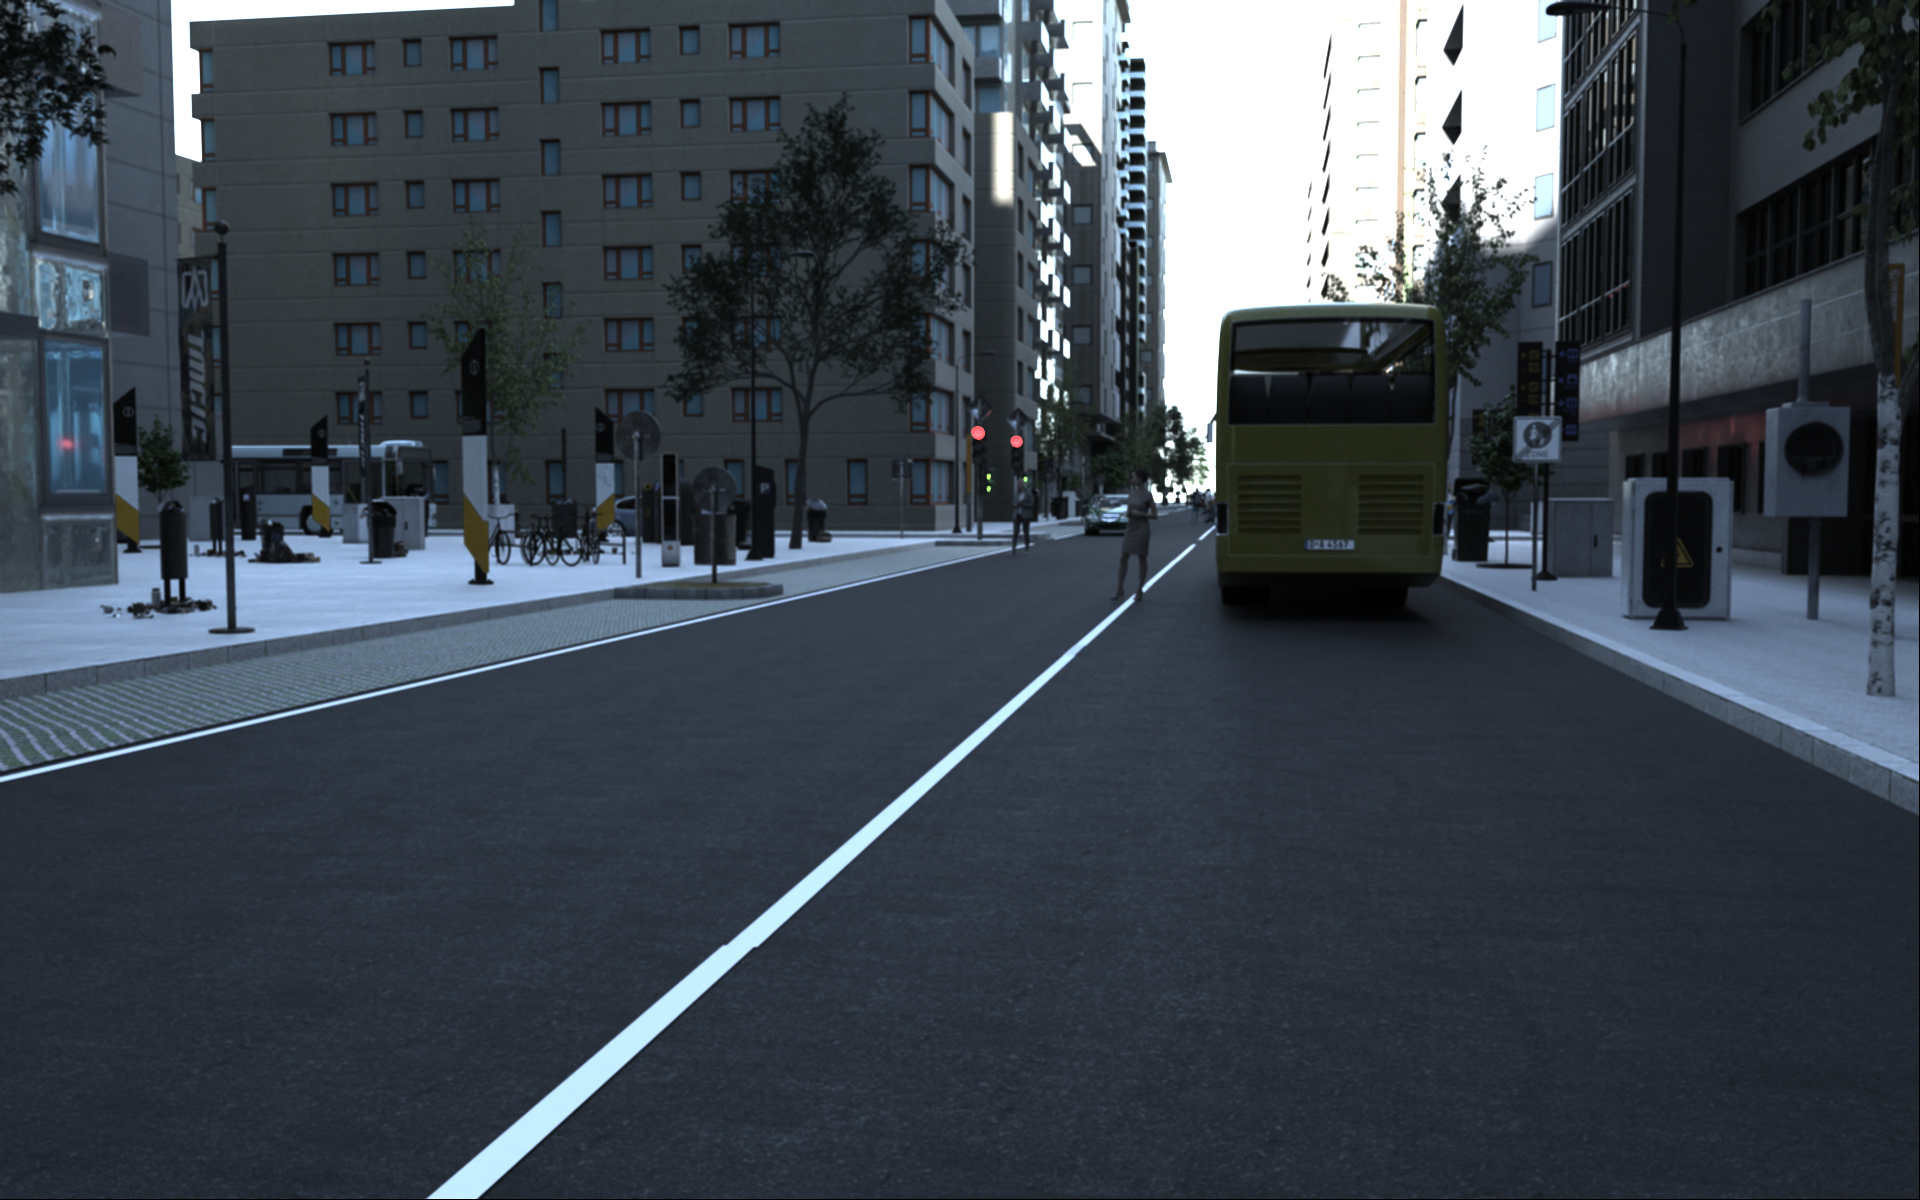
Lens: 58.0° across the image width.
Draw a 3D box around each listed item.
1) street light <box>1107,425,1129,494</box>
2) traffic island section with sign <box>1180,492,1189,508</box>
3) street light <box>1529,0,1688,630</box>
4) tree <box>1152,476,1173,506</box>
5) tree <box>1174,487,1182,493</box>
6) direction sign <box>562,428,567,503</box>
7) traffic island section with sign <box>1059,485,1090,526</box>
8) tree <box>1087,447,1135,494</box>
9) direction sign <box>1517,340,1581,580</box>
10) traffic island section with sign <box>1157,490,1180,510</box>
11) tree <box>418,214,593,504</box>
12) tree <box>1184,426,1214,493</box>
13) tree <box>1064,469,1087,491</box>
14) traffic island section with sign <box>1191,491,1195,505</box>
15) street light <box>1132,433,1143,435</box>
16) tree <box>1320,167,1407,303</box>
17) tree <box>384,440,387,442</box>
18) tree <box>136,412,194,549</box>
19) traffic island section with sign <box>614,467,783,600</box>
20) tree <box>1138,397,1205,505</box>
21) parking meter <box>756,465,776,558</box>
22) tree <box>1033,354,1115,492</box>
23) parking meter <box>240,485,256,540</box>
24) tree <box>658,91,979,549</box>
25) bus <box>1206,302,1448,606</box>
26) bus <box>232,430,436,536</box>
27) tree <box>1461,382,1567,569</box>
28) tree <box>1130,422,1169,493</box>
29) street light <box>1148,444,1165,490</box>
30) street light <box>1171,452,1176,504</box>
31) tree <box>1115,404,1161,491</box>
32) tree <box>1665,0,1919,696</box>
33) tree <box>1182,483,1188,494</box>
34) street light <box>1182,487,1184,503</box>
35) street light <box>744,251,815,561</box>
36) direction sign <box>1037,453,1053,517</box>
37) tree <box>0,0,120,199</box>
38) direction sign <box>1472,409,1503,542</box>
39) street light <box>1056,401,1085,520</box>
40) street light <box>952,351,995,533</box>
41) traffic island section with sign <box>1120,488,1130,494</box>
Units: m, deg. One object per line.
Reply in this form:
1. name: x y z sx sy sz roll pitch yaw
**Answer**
1. street light: 10.475 -8.775 116.018 1.470 5.913 1.316 1 4 10
2. traffic island section with sign: 22.898 -10.573 181.493 1.989 1.847 2.006 1 4 10
3. street light: 6.209 -2.682 16.388 1.470 5.913 1.316 1 4 10
4. tree: 25.221 -13.505 215.411 1.663 3.219 1.824 0 3 0
5. tree: 28.204 -14.497 231.627 1.663 3.219 1.824 0 3 0
6. direction sign: -13.710 -4.162 60.048 0.379 3.537 0.876 0 4 -5
7. traffic island section with sign: 5.586 -4.280 78.605 1.989 1.847 2.006 1 4 10
8. tree: 10.432 -8.314 119.644 4.285 4.588 4.351 0 3 0
9. direction sign: 8.733 -2.066 25.780 0.876 3.537 0.379 1 4 22
10. traffic island section with sign: 18.421 -8.947 154.910 1.989 1.847 2.006 1 4 10
11. tree: -12.236 -5.877 46.457 4.737 8.622 4.395 0 3 0
12. tree: 38.498 -22.634 288.198 7.486 12.596 7.792 0 3 0
13. tree: 8.569 -8.253 129.537 1.663 3.219 1.824 0 3 0
14. traffic island section with sign: 32.133 -13.933 236.428 1.989 1.847 2.006 1 4 10
15. street light: 13.216 -9.751 131.972 1.470 5.913 1.316 1 4 10
16. tree: 10.057 -5.269 36.515 4.737 8.622 4.395 0 3 0
17. tree: -20.166 -4.073 61.191 1.663 3.219 1.824 0 3 0
18. tree: -19.084 -2.838 40.997 1.663 3.219 1.824 0 3 0
19. traffic island section with sign: -3.566 -0.956 24.258 1.989 1.847 2.006 1 4 10
20. tree: 24.195 -17.622 205.129 9.611 12.733 9.660 0 3 0
21. parking meter: -3.895 -1.779 34.798 0.399 1.863 0.255 0 4 -1
22. tree: 5.266 -8.625 91.377 4.737 8.622 4.395 0 3 0
23. parking meter: -19.830 -2.436 48.242 0.372 1.533 0.369 0 3 0
24. tree: -3.557 -6.468 40.159 7.601 10.594 8.767 2 4 23
25. bus: 4.988 -2.054 25.134 2.896 3.916 12.252 1 4 8
26. bus: -22.969 -3.772 56.538 13.247 3.499 2.948 1 4 11
27. tree: 9.674 -2.173 30.125 1.663 3.219 1.824 0 3 0
28. tree: 18.905 -13.486 170.854 4.360 8.622 3.978 0 3 0
29. street light: 18.096 -11.562 161.585 1.470 5.913 1.316 1 4 10
30. street light: 23.096 -13.359 190.957 1.470 5.913 1.316 1 4 10
31. tree: 14.425 -11.798 143.263 4.737 8.622 4.395 0 3 0
32. tree: 6.066 -3.687 10.648 4.737 8.622 4.395 0 3 0
33. tree: 34.724 -16.750 268.465 1.663 3.219 1.824 0 3 0
34. street light: 26.961 -14.767 213.977 1.470 5.913 1.316 1 4 10
35. street light: -3.463 -3.718 33.328 1.470 5.913 1.316 1 4 10
36. direction sign: 4.685 -6.303 95.053 0.876 3.537 0.379 0 4 -5
37. tree: -7.798 -4.560 8.963 7.601 10.594 8.767 0 4 5
38. direction sign: 14.143 -3.324 46.339 0.876 3.537 0.379 2 4 25
39. street light: 5.519 -6.982 86.694 1.470 5.913 1.316 1 4 10
40. street light: 0.433 -5.136 56.507 1.470 5.913 1.316 1 4 10
41. traffic island section with sign: 10.086 -5.915 105.334 1.989 1.847 2.006 1 4 10
